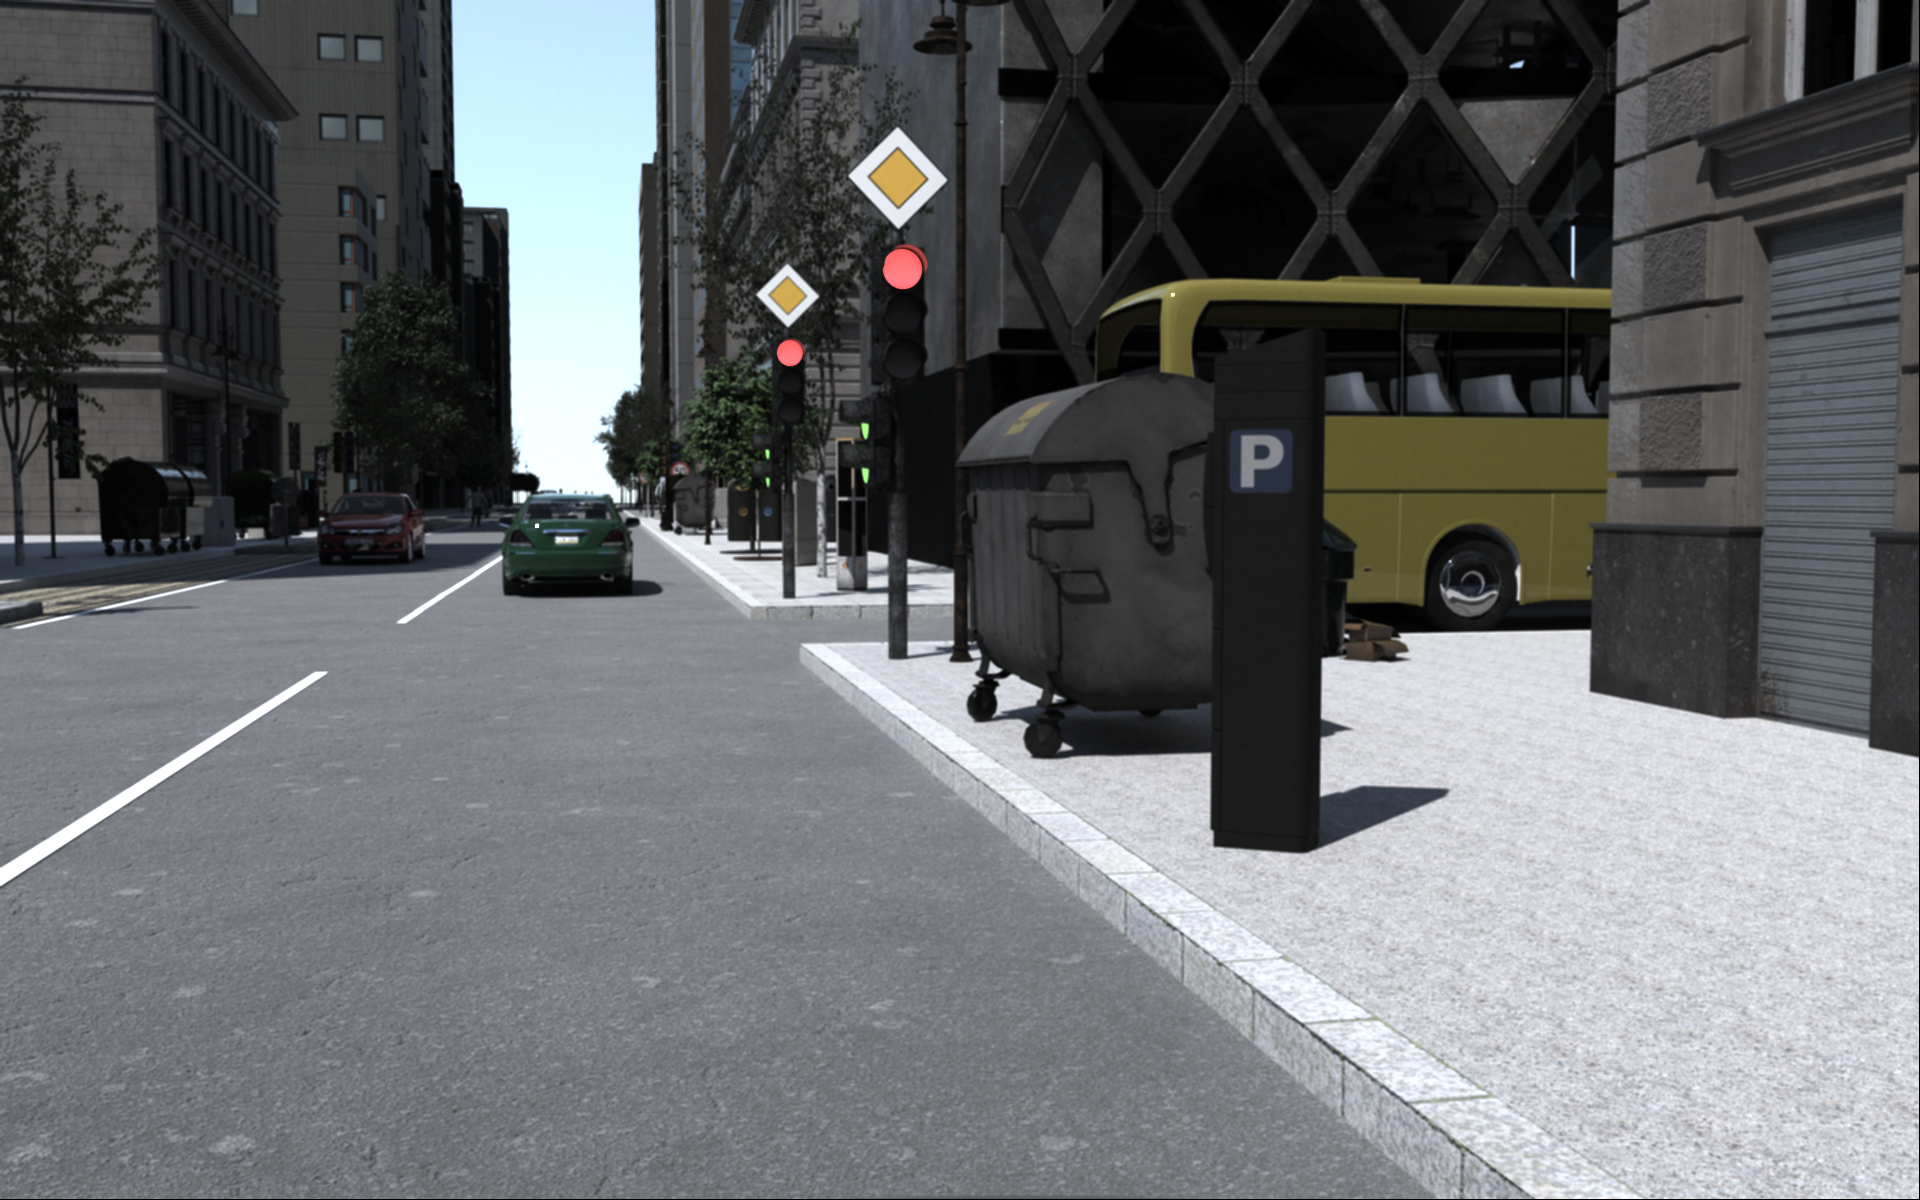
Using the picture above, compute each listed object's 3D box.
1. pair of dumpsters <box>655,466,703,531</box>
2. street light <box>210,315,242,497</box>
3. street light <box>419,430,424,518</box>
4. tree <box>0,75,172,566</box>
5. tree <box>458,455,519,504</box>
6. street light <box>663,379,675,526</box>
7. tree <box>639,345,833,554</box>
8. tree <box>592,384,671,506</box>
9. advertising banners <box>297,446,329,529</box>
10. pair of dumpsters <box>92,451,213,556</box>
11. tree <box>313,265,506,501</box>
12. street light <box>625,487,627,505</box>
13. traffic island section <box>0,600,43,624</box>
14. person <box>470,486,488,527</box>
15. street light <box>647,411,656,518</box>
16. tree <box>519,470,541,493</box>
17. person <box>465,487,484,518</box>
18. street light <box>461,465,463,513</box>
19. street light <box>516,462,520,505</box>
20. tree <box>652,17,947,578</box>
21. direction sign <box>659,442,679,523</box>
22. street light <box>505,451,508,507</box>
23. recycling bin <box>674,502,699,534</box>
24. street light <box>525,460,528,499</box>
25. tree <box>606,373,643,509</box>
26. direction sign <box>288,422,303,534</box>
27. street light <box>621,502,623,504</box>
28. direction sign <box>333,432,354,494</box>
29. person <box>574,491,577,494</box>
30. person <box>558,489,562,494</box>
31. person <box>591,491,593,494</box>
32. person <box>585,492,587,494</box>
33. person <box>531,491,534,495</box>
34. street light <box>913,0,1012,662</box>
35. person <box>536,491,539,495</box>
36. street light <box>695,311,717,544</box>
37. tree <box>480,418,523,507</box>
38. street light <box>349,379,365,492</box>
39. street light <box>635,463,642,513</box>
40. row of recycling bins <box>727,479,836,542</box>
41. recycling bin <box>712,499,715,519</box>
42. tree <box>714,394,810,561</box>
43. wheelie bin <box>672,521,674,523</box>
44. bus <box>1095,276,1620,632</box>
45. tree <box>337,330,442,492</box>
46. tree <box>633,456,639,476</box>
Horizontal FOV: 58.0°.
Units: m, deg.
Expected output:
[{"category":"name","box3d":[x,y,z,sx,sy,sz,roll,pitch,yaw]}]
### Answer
[{"category":"pair of dumpsters","box3d":[-10.185,-3.689,62.815,1.574,2.255,4.437,-1,4,-12]},{"category":"street light","box3d":[-18.942,-4.406,44.829,0.468,5.910,1.993,-1,4,-12]},{"category":"street light","box3d":[-29.224,-7.414,94.014,0.468,5.910,1.993,-1,4,-12]},{"category":"tree","box3d":[-16.605,-4.912,30.668,4.737,8.622,4.395,0,3,0]},{"category":"tree","box3d":[-38.280,-9.394,137.312,4.285,4.588,4.351,0,3,0]},{"category":"street light","box3d":[-11.657,-5.916,69.522,0.468,5.910,1.993,-1,4,-12]},{"category":"tree","box3d":[-4.483,-3.291,37.514,4.285,4.588,4.351,0,3,0]},{"category":"tree","box3d":[-33.564,-16.149,181.042,9.611,12.733,9.660,0,3,0]},{"category":"advertising banners","box3d":[-23.911,-4.076,62.828,2.074,3.025,0.090,-3,4,-36]},{"category":"pair of dumpsters","box3d":[-17.551,-2.155,37.730,1.574,2.255,4.437,-1,4,-12]},{"category":"tree","box3d":[-27.700,-10.401,87.064,9.611,12.733,9.660,0,3,0]},{"category":"street light","box3d":[-32.226,-12.011,169.166,0.468,5.910,1.993,-1,4,-12]},{"category":"traffic island section","box3d":[-11.621,0.179,19.355,2.009,0.180,2.903,-1,4,-12]},{"category":"person","box3d":[-20.951,-4.074,75.591,0.782,1.767,0.515,0,4,5]},{"category":"street light","box3d":[-16.836,-7.446,94.538,0.468,5.910,1.993,-1,4,-12]},{"category":"tree","box3d":[-56.176,-14.382,218.862,4.285,4.588,4.351,0,3,0]},{"category":"person","box3d":[-28.568,-5.723,102.077,0.705,1.824,1.348,3,4,38]},{"category":"street light","box3d":[-34.298,-8.948,119.081,0.468,5.910,1.993,-1,4,-12]},{"category":"street light","box3d":[-51.391,-13.985,201.442,0.468,5.910,1.993,-1,4,-12]},{"category":"tree","box3d":[-2.365,-4.650,26.390,4.360,8.622,3.978,0,3,0]},{"category":"direction sign","box3d":[-12.752,-5.132,75.908,0.876,3.537,0.379,-2,4,-25]},{"category":"street light","box3d":[-46.230,-12.450,176.340,0.468,5.910,1.993,-1,4,-12]},{"category":"recycling bin","box3d":[-8.950,-2.694,56.599,0.722,1.027,0.722,0,4,-1]},{"category":"street light","box3d":[-56.874,-15.563,227.242,0.468,5.910,1.993,-1,4,-12]},{"category":"tree","box3d":[-18.386,-9.286,102.187,4.360,8.622,3.978,0,3,0]},{"category":"direction sign","box3d":[-21.129,-3.857,55.057,0.379,3.537,0.876,0,3,0]},{"category":"street light","box3d":[-38.548,-13.881,199.735,0.468,5.910,1.993,-1,4,-12]},{"category":"direction sign","box3d":[-22.597,-4.377,63.569,0.876,3.537,0.379,1,4,20]},{"category":"person","box3d":[-43.893,-11.561,197.533,1.348,1.823,0.705,3,5,39]},{"category":"person","box3d":[-27.848,-6.875,120.922,1.348,1.822,0.705,0,4,-1]},{"category":"person","box3d":[-50.766,-14.088,238.937,0.705,1.812,1.348,-1,4,-11]},{"category":"person","box3d":[-43.023,-11.647,199.723,1.217,1.735,0.721,3,5,43]},{"category":"person","box3d":[-46.022,-10.859,186.732,0.721,1.739,1.217,3,5,44]},{"category":"street light","box3d":[0.008,-2.466,13.107,0.468,5.910,1.993,-1,4,-12]},{"category":"person","box3d":[-29.750,-6.863,122.185,0.415,1.643,0.593,0,4,-3]},{"category":"street light","box3d":[-6.427,-4.353,43.960,0.468,5.910,1.993,-1,4,-12]},{"category":"tree","box3d":[-44.789,-13.300,167.819,4.360,8.622,3.978,0,3,0]},{"category":"street light","box3d":[-24.215,-5.924,69.650,0.468,5.910,1.993,-1,4,-12]},{"category":"street light","box3d":[-22.027,-8.964,119.350,0.468,5.910,1.993,-1,4,-12]},{"category":"row of recycling bins","box3d":[-4.681,-2.431,46.853,3.534,1.692,1.069,1,4,20]},{"category":"recycling bin","box3d":[-12.672,-4.599,87.753,0.722,1.027,0.722,-3,5,-40]},{"category":"tree","box3d":[-4.035,-2.395,33.757,1.663,3.219,1.824,0,3,0]},{"category":"wheelie bin","box3d":[-12.734,-4.273,77.764,0.693,1.594,0.980,1,4,21]},{"category":"bus","box3d":[7.705,-1.691,19.197,12.252,3.916,2.896,-1,4,-12]},{"category":"tree","box3d":[-26.016,-7.838,78.513,4.737,8.622,4.395,0,3,0]},{"category":"tree","box3d":[-15.236,-6.502,90.027,4.285,4.588,4.351,0,3,0]}]
